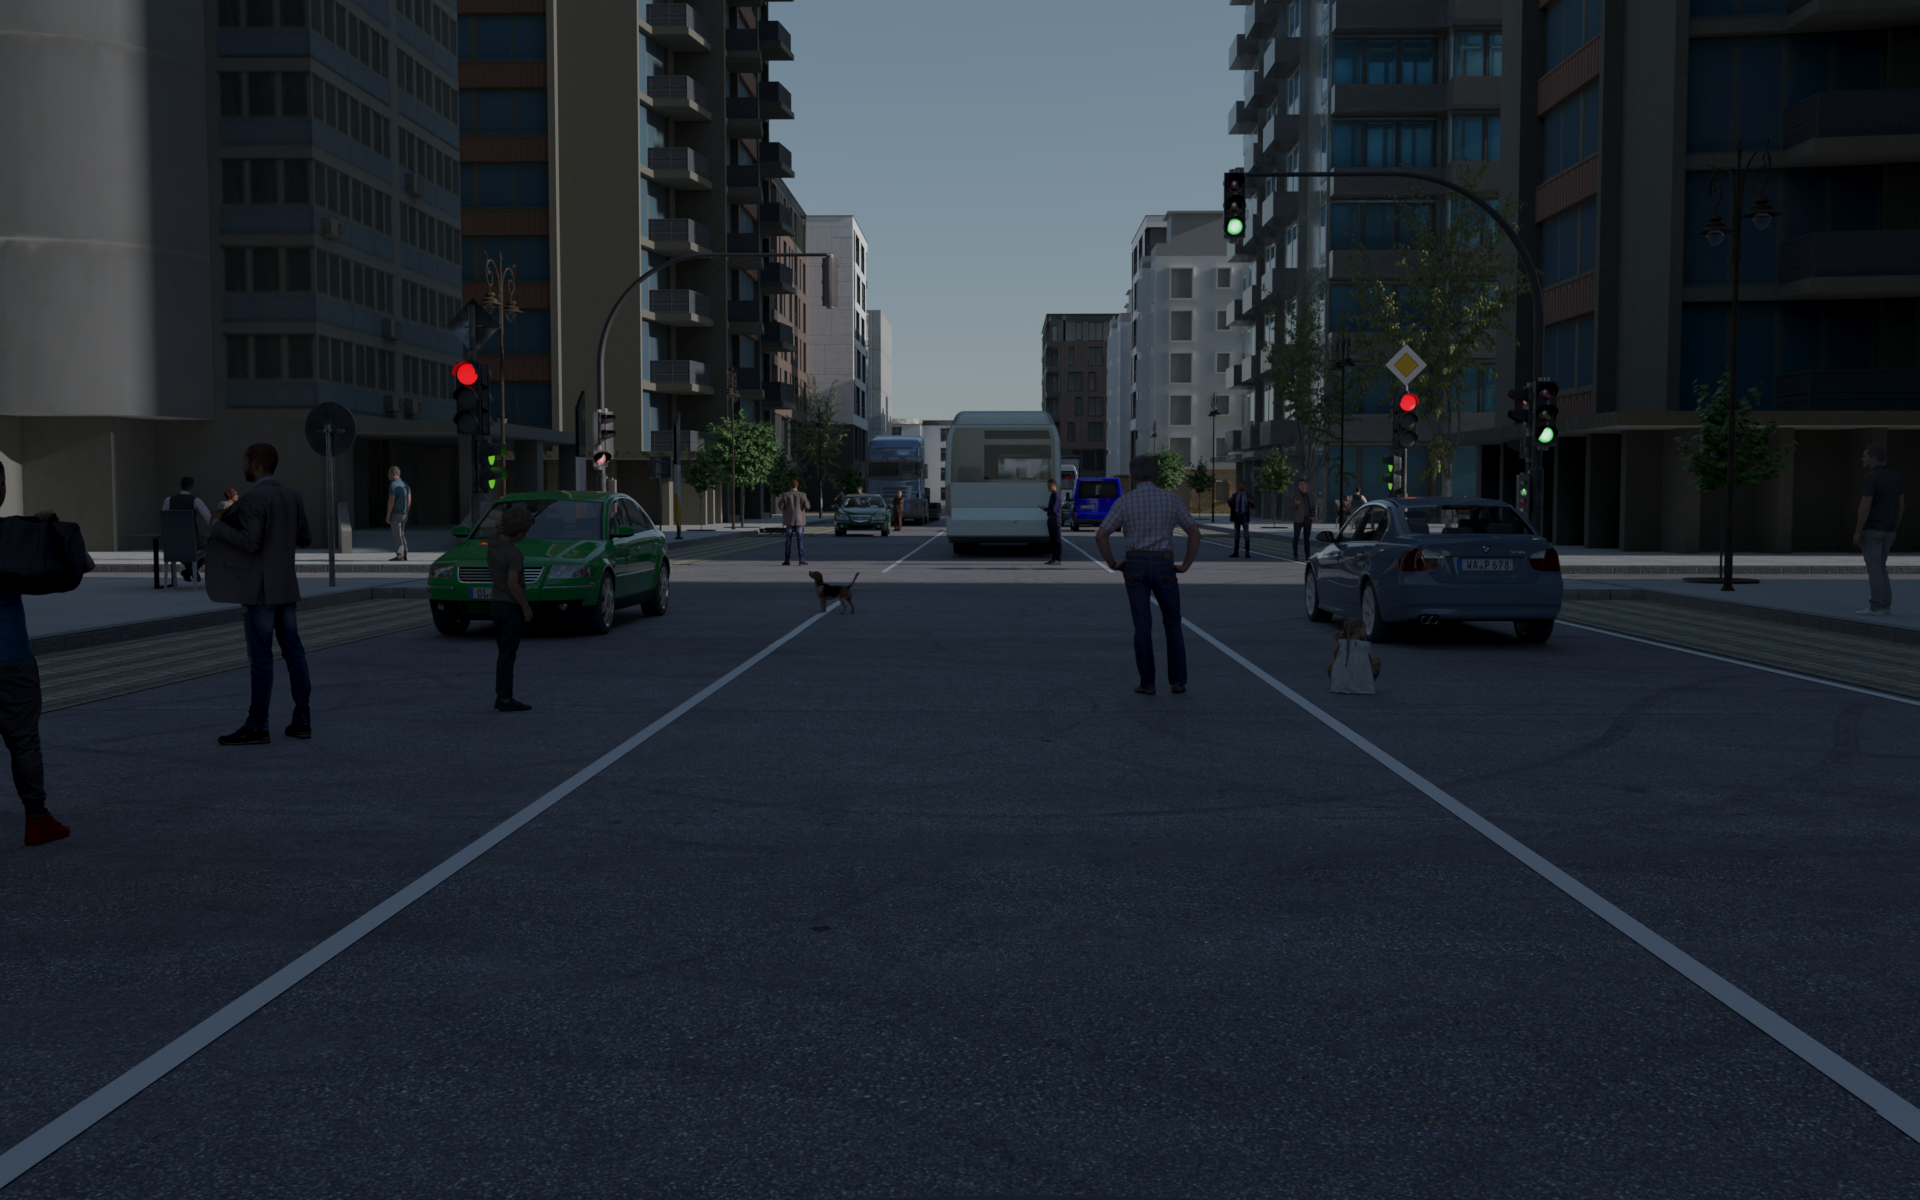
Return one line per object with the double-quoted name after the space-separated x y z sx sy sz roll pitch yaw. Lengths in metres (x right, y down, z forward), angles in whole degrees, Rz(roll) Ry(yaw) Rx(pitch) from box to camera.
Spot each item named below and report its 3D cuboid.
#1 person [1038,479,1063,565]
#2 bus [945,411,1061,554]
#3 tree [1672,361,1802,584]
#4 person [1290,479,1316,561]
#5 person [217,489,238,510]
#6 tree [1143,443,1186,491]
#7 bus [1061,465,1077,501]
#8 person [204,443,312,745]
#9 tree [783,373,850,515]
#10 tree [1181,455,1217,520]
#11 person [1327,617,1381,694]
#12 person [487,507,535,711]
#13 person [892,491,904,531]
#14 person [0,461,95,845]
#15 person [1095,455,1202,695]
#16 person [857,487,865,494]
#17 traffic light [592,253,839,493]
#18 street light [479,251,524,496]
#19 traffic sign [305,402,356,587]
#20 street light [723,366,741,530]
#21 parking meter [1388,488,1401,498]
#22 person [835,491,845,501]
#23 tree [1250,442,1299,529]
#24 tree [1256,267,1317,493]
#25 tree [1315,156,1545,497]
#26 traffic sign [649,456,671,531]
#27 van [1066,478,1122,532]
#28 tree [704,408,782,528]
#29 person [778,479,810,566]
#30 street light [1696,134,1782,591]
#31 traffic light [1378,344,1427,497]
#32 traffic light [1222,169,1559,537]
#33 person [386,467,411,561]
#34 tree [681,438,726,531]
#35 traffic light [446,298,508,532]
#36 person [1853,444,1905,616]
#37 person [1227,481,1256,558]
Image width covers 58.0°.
1.845 -1.587 35.145 0.504 1.737 0.576 -1 4 -18 "person"
1.137 -3.062 44.919 2.948 3.499 13.247 0 4 2 "bus"
10.925 -1.859 24.990 1.663 3.219 1.824 0 3 0 "tree"
7.356 -1.708 36.954 0.617 1.759 0.750 0 4 -4 "person"
-12.428 -1.129 29.429 0.523 1.526 0.387 0 4 -1 "person"
13.153 -7.857 112.170 4.285 4.588 4.351 0 3 0 "tree"
6.251 -7.380 115.525 2.948 3.499 13.247 0 4 1 "bus"
-4.059 -0.044 10.037 0.431 1.722 0.655 1 4 20 "person"
-8.494 -9.426 104.477 4.737 8.622 4.395 0 3 0 "tree"
12.042 -5.596 86.098 1.663 3.219 1.824 0 3 0 "tree"
2.852 0.395 12.522 0.381 0.543 0.357 1 4 10 "person"
-2.983 0.056 11.501 0.435 1.345 0.340 2 4 35 "person"
-2.374 -3.427 66.806 0.482 1.546 0.388 2 4 28 "person"
-3.779 0.212 6.900 0.647 1.594 0.662 -1 4 -21 "person"
1.350 -0.184 12.446 0.756 1.711 0.436 0 4 5 "person"
-4.034 -3.735 70.295 0.376 1.734 0.841 -3 5 -44 "person"
-4.686 -3.557 32.829 4.771 5.953 1.251 0 4 1 "traffic light"
-8.754 -3.691 33.128 0.468 5.910 1.993 0 4 1 "street light"
-8.690 -1.455 23.900 0.768 2.556 0.104 1 4 10 "traffic sign"
-8.194 -5.485 62.472 0.468 5.910 1.993 0 4 1 "street light"
10.090 -1.935 40.051 0.372 1.533 0.369 0 3 0 "parking meter"
-7.375 -6.364 110.076 1.348 1.826 0.705 2 4 35 "person"
11.797 -4.309 65.058 1.663 3.219 1.824 0 3 0 "tree"
11.366 -6.459 55.964 4.737 8.622 4.395 0 3 0 "tree"
10.319 -5.315 37.264 4.737 8.622 4.395 0 3 0 "tree"
-8.112 -2.736 46.866 0.606 2.300 0.079 1 4 9 "traffic sign"
5.278 -3.860 67.493 2.240 2.365 5.245 0 4 2 "van"
-8.326 -5.028 65.914 4.285 4.588 4.351 0 3 0 "tree"
-3.328 -1.557 34.782 0.655 1.722 0.431 0 4 1 "person"
10.164 -3.056 22.750 0.468 5.910 1.993 0 4 1 "street light"
8.318 -2.667 32.522 0.839 4.253 0.868 0 4 1 "traffic light"
6.048 -3.044 24.444 4.771 5.953 1.251 0 4 1 "traffic light"
-10.782 -1.651 33.169 0.434 1.807 0.598 2 4 28 "person"
-8.871 -4.005 60.088 1.663 3.219 1.824 0 3 0 "tree"
-6.957 -2.198 24.857 0.839 4.253 0.868 0 4 1 "traffic light"
9.677 -0.742 18.310 0.598 1.807 0.434 -1 4 -15 "person"
6.311 -1.810 38.917 0.655 1.722 0.431 2 4 30 "person"
